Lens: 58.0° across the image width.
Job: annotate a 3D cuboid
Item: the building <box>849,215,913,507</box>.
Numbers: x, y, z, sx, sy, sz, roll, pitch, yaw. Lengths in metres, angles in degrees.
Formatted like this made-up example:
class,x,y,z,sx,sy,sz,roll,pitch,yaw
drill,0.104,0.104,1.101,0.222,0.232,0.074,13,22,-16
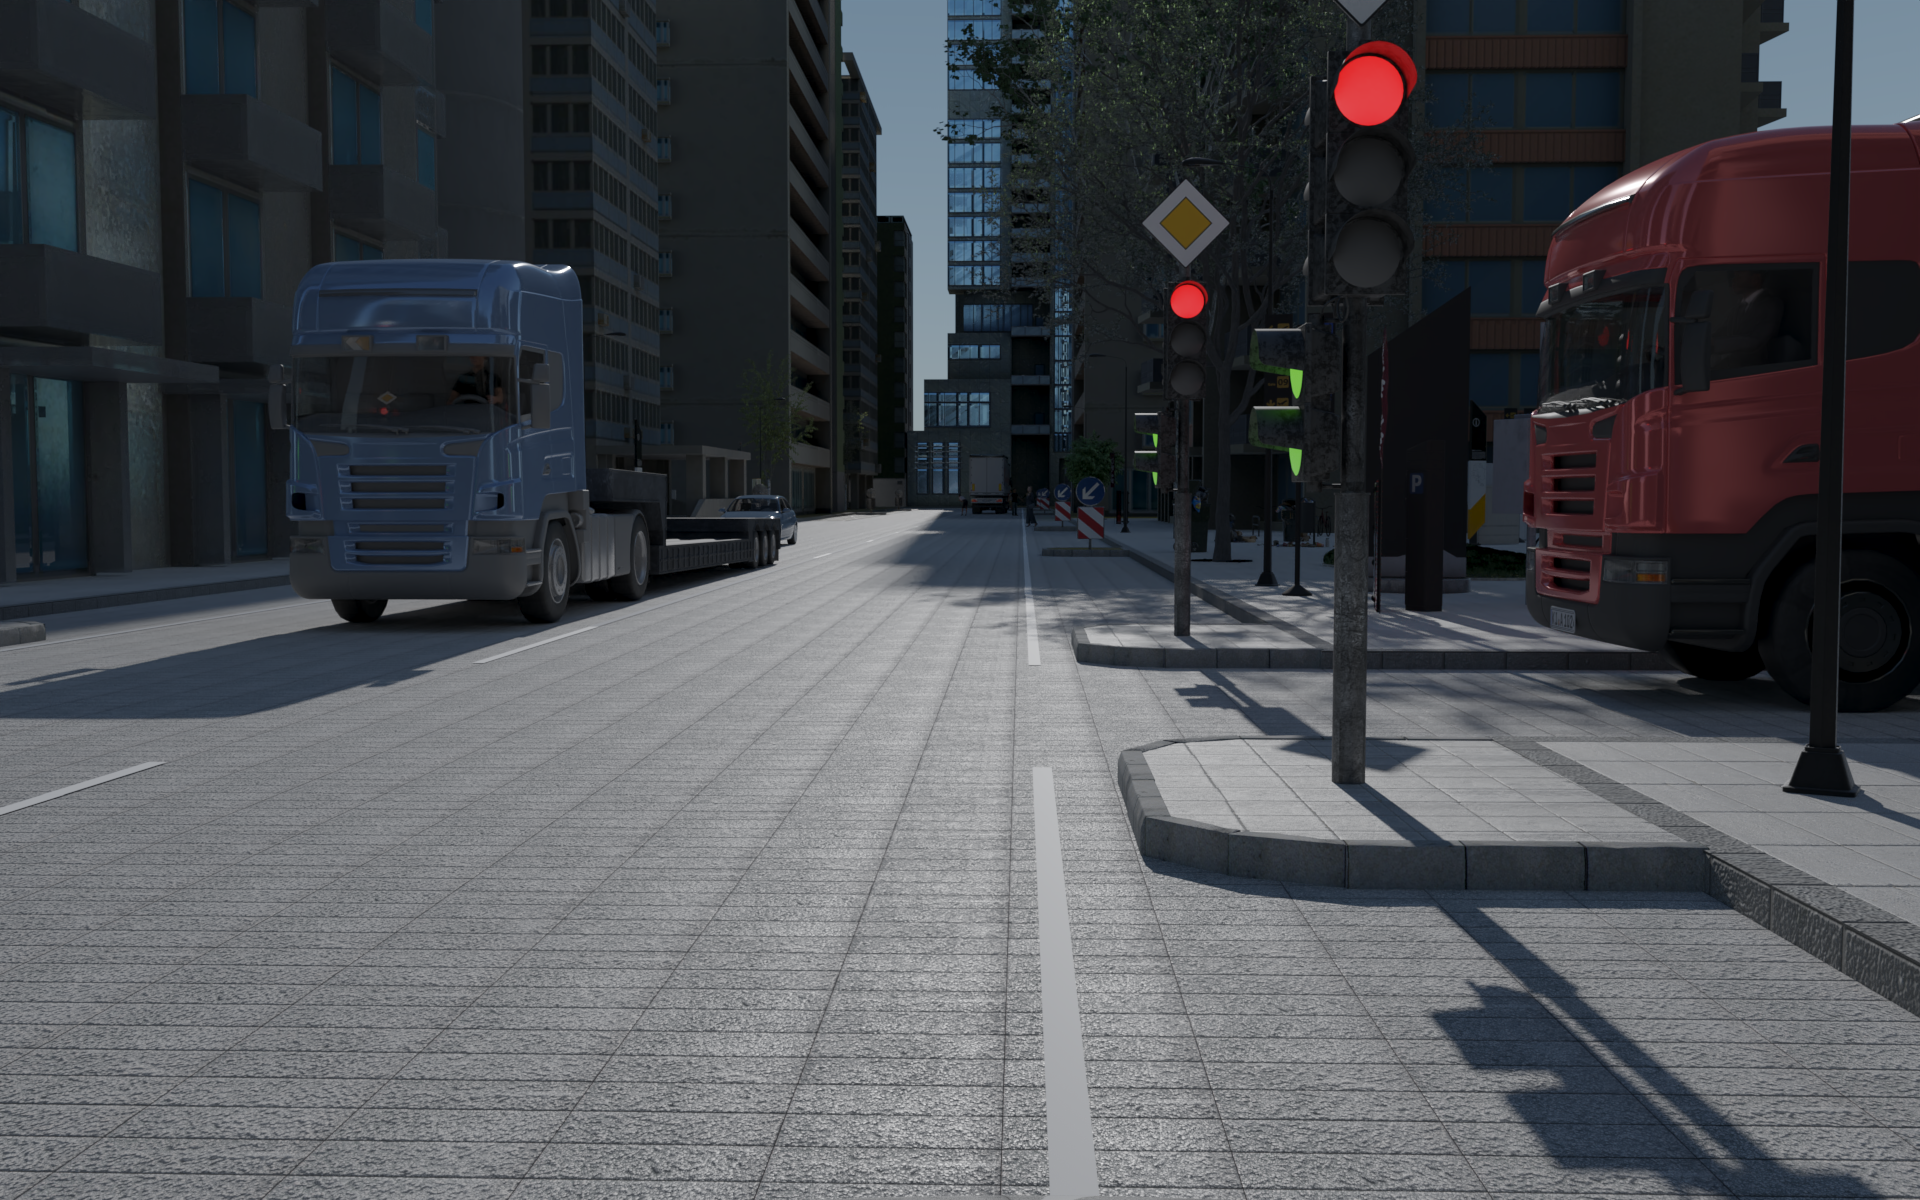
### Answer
class,x,y,z,sx,sy,sz,roll,pitch,yaw
building,-12.170,-25.075,181.671,14.107,30.474,14.160,0,4,2

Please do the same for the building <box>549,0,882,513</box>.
class,x,y,z,sx,sy,sz,roll,pitch,yaw
building,-19.332,-28.142,152.002,23.993,40.220,32.217,0,4,2

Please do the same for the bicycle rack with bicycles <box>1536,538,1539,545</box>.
class,x,y,z,sx,sy,sz,roll,pitch,yaw
bicycle rack with bicycles,11.497,-0.952,28.955,2.852,0.926,2.925,-2,4,-31

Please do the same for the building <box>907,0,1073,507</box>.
class,x,y,z,sx,sy,sz,roll,pitch,yaw
building,10.541,-53.293,184.019,31.000,86.520,22.319,0,4,2

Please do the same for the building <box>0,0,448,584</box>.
class,x,y,z,sx,sy,sz,roll,pitch,yaw
building,-23.360,-25.151,30.820,23.786,49.044,30.456,0,4,2

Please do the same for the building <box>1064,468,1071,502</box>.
class,x,y,z,sx,sy,sz,roll,pitch,yaw
building,19.950,-43.820,154.710,20.563,71.187,20.611,0,4,2

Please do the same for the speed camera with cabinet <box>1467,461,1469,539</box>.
class,x,y,z,sx,sy,sz,roll,pitch,yaw
speed camera with cabinet,14.931,-3.299,48.274,0.660,3.252,2.038,-2,4,-24

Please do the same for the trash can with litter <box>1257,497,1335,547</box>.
class,x,y,z,sx,sy,sz,roll,pitch,yaw
trash can with litter,8.272,-1.917,42.405,1.678,1.210,2.233,-2,4,-35

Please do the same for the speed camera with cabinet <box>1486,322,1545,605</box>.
class,x,y,z,sx,sy,sz,roll,pitch,yaw
speed camera with cabinet,7.255,-1.601,20.514,2.038,3.252,0.660,-2,4,-28

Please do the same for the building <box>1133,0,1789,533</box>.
class,x,y,z,sx,sy,sz,roll,pitch,yaw
building,18.642,-25.335,68.854,22.147,44.769,28.867,0,4,2

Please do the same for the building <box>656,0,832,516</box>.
class,x,y,z,sx,sy,sz,roll,pitch,yaw
building,-19.386,-29.253,101.981,21.300,48.544,21.600,0,4,2

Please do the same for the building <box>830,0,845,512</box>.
class,x,y,z,sx,sy,sz,roll,pitch,yaw
building,-15.786,-26.714,120.371,14.154,41.232,14.086,0,4,2

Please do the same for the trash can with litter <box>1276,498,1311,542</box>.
class,x,y,z,sx,sy,sz,roll,pitch,yaw
trash can with litter,9.002,-2.157,46.647,0.624,1.170,1.055,3,4,37

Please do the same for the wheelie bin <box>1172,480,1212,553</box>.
class,x,y,z,sx,sy,sz,roll,pitch,yaw
wheelie bin,5.125,-1.858,38.293,0.693,1.594,0.980,-2,4,-29

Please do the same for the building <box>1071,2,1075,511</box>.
class,x,y,z,sx,sy,sz,roll,pitch,yaw
building,19.000,-36.009,130.749,21.231,58.520,28.212,0,4,2

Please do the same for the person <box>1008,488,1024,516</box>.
class,x,y,z,sx,sy,sz,roll,pitch,yaw
person,3.631,-6.483,114.504,1.348,1.822,0.705,-3,4,-39

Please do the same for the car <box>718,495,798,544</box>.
class,x,y,z,sx,sy,sz,roll,pitch,yaw
car,-5.638,-2.221,48.320,2.014,1.417,4.499,0,4,4

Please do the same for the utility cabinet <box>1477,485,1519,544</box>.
class,x,y,z,sx,sy,sz,roll,pitch,yaw
utility cabinet,13.579,-2.155,43.908,1.173,1.500,0.318,-1,4,-16

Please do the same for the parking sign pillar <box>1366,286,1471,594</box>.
class,x,y,z,sx,sy,sz,roll,pitch,yaw
parking sign pillar,6.022,-2.102,22.838,1.447,3.967,1.447,1,4,14

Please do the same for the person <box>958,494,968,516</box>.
class,x,y,z,sx,sy,sz,roll,pitch,yaw
person,0.181,-6.283,114.423,0.799,1.438,0.628,1,4,17

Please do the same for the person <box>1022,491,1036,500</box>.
class,x,y,z,sx,sy,sz,roll,pitch,yaw
person,5.943,-8.614,149.426,1.348,1.812,0.705,2,4,26

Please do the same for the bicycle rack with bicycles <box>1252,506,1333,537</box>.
class,x,y,z,sx,sy,sz,roll,pitch,yaw
bicycle rack with bicycles,10.102,-2.435,53.201,2.852,0.926,2.925,0,4,5

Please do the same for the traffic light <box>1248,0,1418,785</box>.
class,x,y,z,sx,sy,sz,roll,pitch,yaw
traffic light,1.712,-1.143,7.605,0.839,4.253,0.868,0,4,2

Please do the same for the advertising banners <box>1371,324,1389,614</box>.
class,x,y,z,sx,sy,sz,roll,pitch,yaw
advertising banners,4.591,-1.392,18.944,0.090,3.025,2.074,1,4,12

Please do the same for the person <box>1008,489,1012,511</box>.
class,x,y,z,sx,sy,sz,roll,pitch,yaw
person,4.326,-8.526,147.899,0.705,1.824,1.348,-1,4,-16

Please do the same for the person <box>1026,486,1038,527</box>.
class,x,y,z,sx,sy,sz,roll,pitch,yaw
person,3.089,-4.080,75.629,0.534,1.772,0.576,-3,5,-41

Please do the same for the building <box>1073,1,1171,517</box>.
class,x,y,z,sx,sy,sz,roll,pitch,yaw
building,17.991,-29.498,105.993,21.300,48.544,21.600,0,4,2

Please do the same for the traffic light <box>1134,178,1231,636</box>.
class,x,y,z,sx,sy,sz,roll,pitch,yaw
traffic light,1.995,-1.631,15.585,0.839,4.253,0.868,0,4,2

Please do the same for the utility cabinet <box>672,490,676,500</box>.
class,x,y,z,sx,sy,sz,roll,pitch,yaw
utility cabinet,-13.893,-4.594,83.791,0.318,1.500,1.173,0,4,-6

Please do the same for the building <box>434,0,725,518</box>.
class,x,y,z,sx,sy,sz,roll,pitch,yaw
building,-25.031,-22.902,66.329,32.217,40.220,23.993,0,4,2

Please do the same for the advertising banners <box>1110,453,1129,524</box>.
class,x,y,z,sx,sy,sz,roll,pitch,yaw
advertising banners,6.794,-4.754,73.917,0.090,3.025,2.074,2,4,28

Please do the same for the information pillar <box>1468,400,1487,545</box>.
class,x,y,z,sx,sy,sz,roll,pitch,yaw
information pillar,12.867,-3.166,43.113,0.504,3.616,0.183,-1,4,-23
